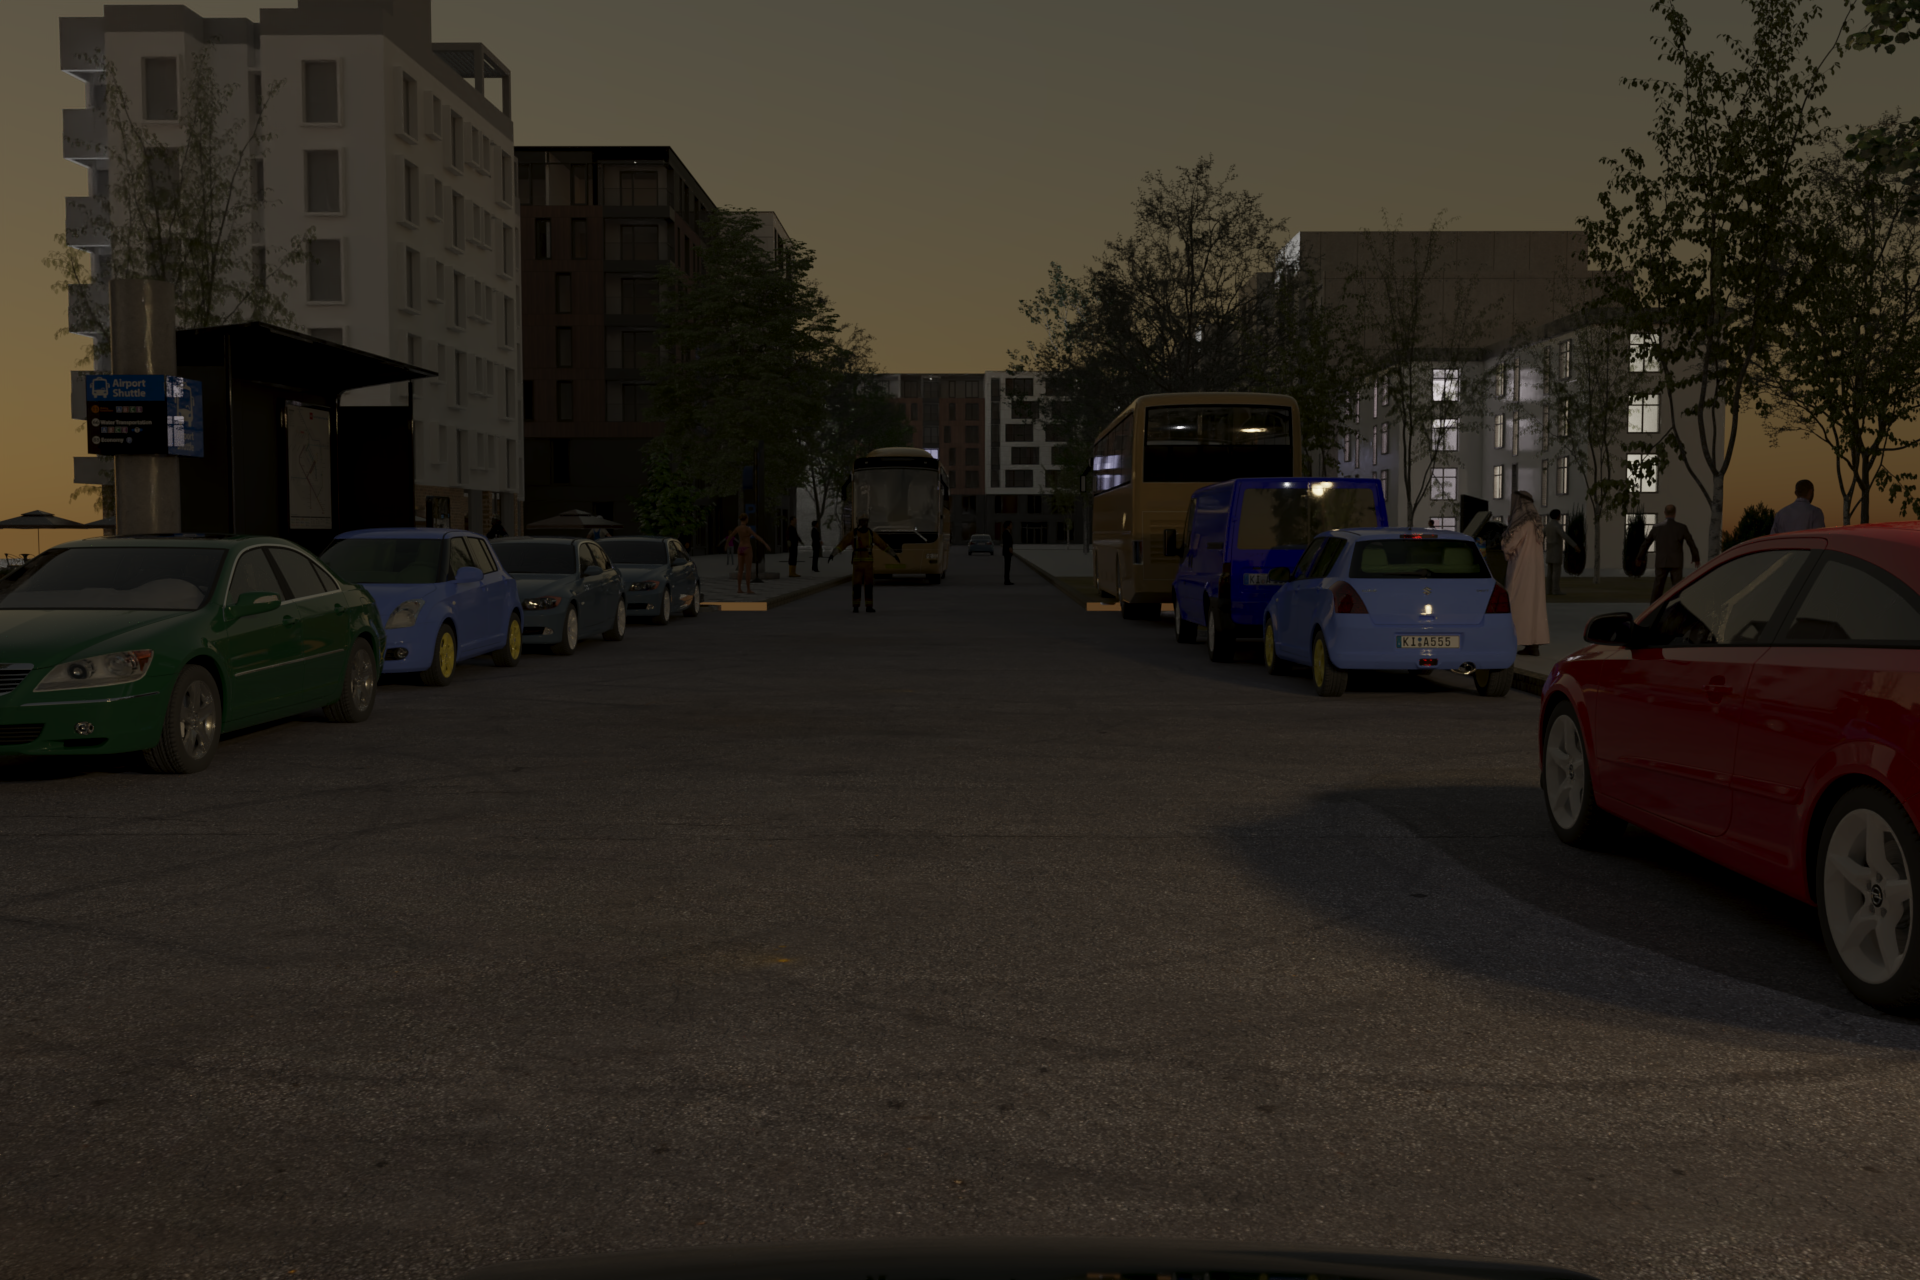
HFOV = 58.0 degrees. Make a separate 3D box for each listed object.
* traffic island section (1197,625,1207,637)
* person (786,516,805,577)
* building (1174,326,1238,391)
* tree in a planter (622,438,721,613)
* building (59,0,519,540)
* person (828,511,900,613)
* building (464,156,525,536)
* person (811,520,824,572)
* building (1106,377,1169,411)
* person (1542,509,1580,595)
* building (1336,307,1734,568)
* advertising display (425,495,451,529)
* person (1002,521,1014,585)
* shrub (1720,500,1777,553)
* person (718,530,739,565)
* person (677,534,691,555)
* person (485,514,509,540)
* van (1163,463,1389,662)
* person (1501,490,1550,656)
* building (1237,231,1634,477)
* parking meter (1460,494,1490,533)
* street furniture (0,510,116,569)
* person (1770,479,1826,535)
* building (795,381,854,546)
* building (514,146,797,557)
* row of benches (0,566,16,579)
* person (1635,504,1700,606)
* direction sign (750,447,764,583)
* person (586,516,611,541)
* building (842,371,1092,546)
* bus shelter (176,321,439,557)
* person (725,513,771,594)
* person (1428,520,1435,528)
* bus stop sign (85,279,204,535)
[{"bbox_3d":[4.149,-0.125,24.903,1.991,0.108,1.994,0,4,1],"label":"traffic island section"},{"bbox_3d":[-4.934,-2.776,51.518,0.704,1.812,1.346,1,4,13],"label":"person"},{"bbox_3d":[28.724,-17.589,154.043,16.747,18.905,31.486,0,4,1],"label":"building"},{"bbox_3d":[-5.527,-2.143,32.268,1.991,3.239,1.994,0,4,1],"label":"tree in a planter"},{"bbox_3d":[-23.170,-12.298,57.485,16.016,20.090,11.380,0,4,1],"label":"building"},{"bbox_3d":[-1.768,-1.430,31.613,1.354,1.858,0.705,-1,4,-16],"label":"person"},{"bbox_3d":[-26.988,-13.296,73.810,16.016,20.090,11.380,0,4,1],"label":"building"},{"bbox_3d":[-4.801,-3.163,58.442,0.721,1.740,1.216,-1,4,-18],"label":"person"},{"bbox_3d":[25.925,-20.600,203.268,16.747,18.905,31.486,0,4,1],"label":"building"},{"bbox_3d":[12.556,-1.854,36.494,0.705,1.806,1.347,-1,4,-16],"label":"person"},{"bbox_3d":[24.278,-8.327,78.295,9.099,9.664,28.070,0,4,1],"label":"building"},{"bbox_3d":[-8.832,-1.477,29.358,0.123,1.923,0.974,0,4,1],"label":"advertising display"},{"bbox_3d":[1.379,-2.466,48.960,0.705,1.806,1.347,0,4,2],"label":"person"},{"bbox_3d":[18.775,-2.249,40.811,1.661,2.075,1.752,0,3,0],"label":"shrub"},{"bbox_3d":[-9.543,-3.832,71.927,0.991,1.433,0.599,0,4,-8],"label":"person"},{"bbox_3d":[-7.562,-2.520,47.421,0.704,1.802,1.346,-2,4,-24],"label":"person"},{"bbox_3d":[-13.350,-2.692,49.792,1.354,1.856,0.705,3,4,36],"label":"person"},{"bbox_3d":[3.757,-1.017,21.016,2.240,2.365,5.245,0,4,0],"label":"van"},{"bbox_3d":[5.917,-0.707,18.276,0.621,1.740,0.551,1,4,22],"label":"person"},{"bbox_3d":[28.279,-14.884,109.804,16.747,18.905,31.486,0,4,1],"label":"building"},{"bbox_3d":[7.600,-1.216,25.585,0.399,1.863,0.255,0,4,1],"label":"parking meter"},{"bbox_3d":[-31.716,-2.515,46.144,27.439,1.986,14.083,1,4,14],"label":"street furniture"},{"bbox_3d":[8.705,-0.726,17.781,0.599,1.838,0.709,-2,4,-32],"label":"person"},{"bbox_3d":[-21.908,-22.316,195.799,19.493,23.208,18.063,0,4,0],"label":"building"},{"bbox_3d":[-25.710,-16.139,107.841,27.936,21.610,32.646,0,4,0],"label":"building"},{"bbox_3d":[-17.883,-1.065,32.874,1.422,0.672,4.104,0,4,1],"label":"row of benches"},{"bbox_3d":[11.416,-1.304,27.916,0.990,1.755,0.434,2,4,35],"label":"person"},{"bbox_3d":[-5.338,-3.270,45.469,0.379,3.537,0.876,0,4,0],"label":"direction sign"},{"bbox_3d":[-10.988,-2.879,52.920,1.347,1.847,0.705,2,4,30],"label":"person"},{"bbox_3d":[0.848,-23.410,229.182,32.646,21.610,27.936,0,4,-1],"label":"building"},{"bbox_3d":[-8.509,-1.894,22.247,1.731,3.624,6.357,0,4,1],"label":"bus shelter"},{"bbox_3d":[-4.612,-1.876,37.470,1.217,1.733,0.721,2,4,30],"label":"person"},{"bbox_3d":[16.683,-3.372,61.400,0.705,1.796,1.348,3,4,36],"label":"person"},{"bbox_3d":[-8.560,-1.788,18.243,0.837,3.901,0.837,0,4,1],"label":"bus stop sign"}]
